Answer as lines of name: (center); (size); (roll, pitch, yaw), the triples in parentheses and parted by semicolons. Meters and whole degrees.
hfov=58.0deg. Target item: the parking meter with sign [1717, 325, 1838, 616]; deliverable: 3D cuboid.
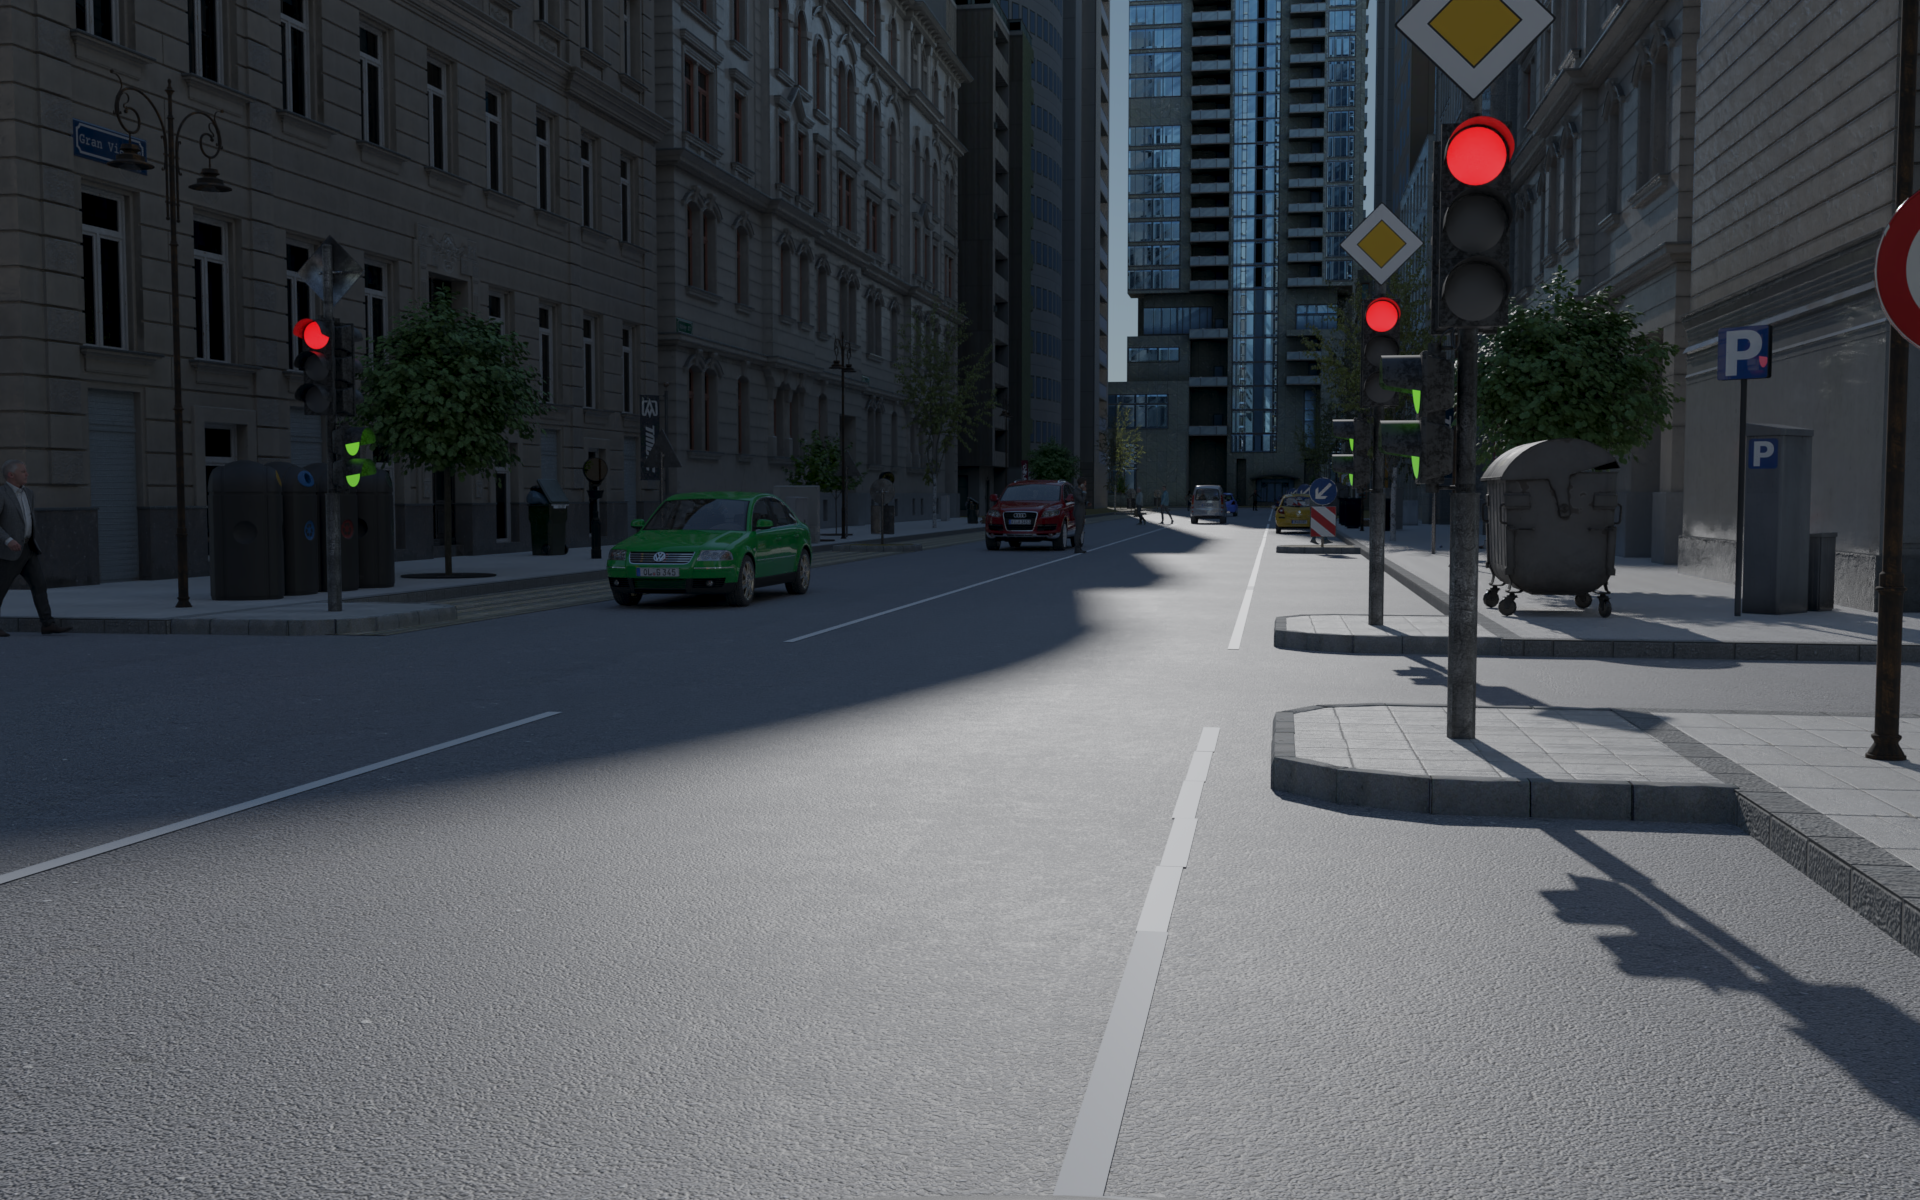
parking meter with sign: (8.820, -1.366, 18.600); (1.738, 3.016, 0.543); (-3, 4, -38)

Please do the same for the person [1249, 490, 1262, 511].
person: (25.354, -8.569, 148.745); (1.348, 1.807, 0.705); (-1, 4, -20)

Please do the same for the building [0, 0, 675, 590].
building: (-15.793, -14.555, 35.241); (12.463, 27.353, 25.104); (1, 4, 10)

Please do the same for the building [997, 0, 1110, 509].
building: (-0.907, -37.606, 156.861); (28.212, 58.520, 21.231); (1, 4, 10)

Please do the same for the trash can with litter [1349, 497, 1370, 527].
trash can with litter: (15.782, -3.489, 68.440); (1.055, 1.170, 0.624); (1, 4, 14)

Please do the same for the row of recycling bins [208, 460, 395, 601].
row of recycling bins: (-8.518, -0.940, 22.476); (1.069, 1.692, 3.534); (1, 4, 11)

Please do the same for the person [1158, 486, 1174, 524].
person: (9.864, -4.566, 83.009); (0.748, 1.841, 0.638); (3, 4, 36)

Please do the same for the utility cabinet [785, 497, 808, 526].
utility cabinet: (-4.073, -1.970, 43.365); (0.306, 1.237, 1.020); (1, 4, 12)

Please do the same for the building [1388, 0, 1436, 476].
building: (31.524, -27.260, 95.810); (14.600, 45.320, 14.200); (1, 4, 10)

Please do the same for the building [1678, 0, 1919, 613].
building: (19.526, -10.519, 21.138); (18.267, 20.994, 9.793); (1, 4, 10)

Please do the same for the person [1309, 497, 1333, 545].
person: (10.209, -2.464, 48.772); (0.713, 1.824, 0.794); (2, 4, 26)

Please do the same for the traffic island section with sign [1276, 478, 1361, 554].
traffic island section with sign: (8.761, -2.067, 42.418); (1.989, 1.847, 2.006); (1, 4, 10)

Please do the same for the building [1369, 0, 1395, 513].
building: (38.551, -35.094, 115.786); (21.231, 58.520, 28.212); (1, 4, 10)

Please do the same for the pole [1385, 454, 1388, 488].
pole: (20.798, -5.545, 84.510); (0.158, 3.312, 0.155); (0, 3, 0)

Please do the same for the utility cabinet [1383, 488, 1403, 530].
utility cabinet: (15.294, -3.235, 61.575); (1.173, 1.500, 0.318); (-3, 5, -44)

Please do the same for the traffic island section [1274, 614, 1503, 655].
traffic island section: (4.097, 0.325, 16.975); (2.009, 0.180, 2.903); (1, 4, 10)

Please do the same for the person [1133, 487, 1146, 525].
person: (8.384, -4.383, 80.648); (0.515, 1.767, 0.782); (0, 4, -6)

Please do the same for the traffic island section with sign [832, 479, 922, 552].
traffic island section with sign: (-2.015, -2.138, 43.586); (1.989, 1.847, 2.006); (1, 4, 10)

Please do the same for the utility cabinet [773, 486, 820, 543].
utility cabinet: (-4.236, -2.214, 44.874); (1.173, 1.500, 0.318); (1, 4, 8)

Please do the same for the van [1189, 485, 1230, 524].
van: (12.206, -4.763, 84.884); (2.013, 2.044, 4.112); (1, 4, 10)

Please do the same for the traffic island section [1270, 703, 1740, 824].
traffic island section: (2.659, 0.805, 9.120); (2.009, 0.180, 2.903); (1, 4, 10)

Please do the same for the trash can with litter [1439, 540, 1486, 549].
trash can with litter: (12.261, -1.839, 41.120); (1.678, 1.210, 2.233); (1, 4, 16)

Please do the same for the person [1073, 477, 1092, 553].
person: (2.964, -2.060, 41.983); (0.447, 1.846, 0.655); (1, 4, 9)

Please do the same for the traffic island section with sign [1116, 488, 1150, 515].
traffic island section with sign: (11.842, -6.770, 119.320); (1.989, 1.847, 2.006); (1, 4, 10)

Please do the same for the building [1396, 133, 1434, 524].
building: (26.396, -13.828, 80.847); (10.420, 20.320, 16.860); (1, 4, 10)

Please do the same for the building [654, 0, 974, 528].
building: (-8.119, -18.095, 83.249); (14.401, 28.519, 23.554); (1, 4, 10)

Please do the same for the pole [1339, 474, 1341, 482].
pole: (19.897, -5.904, 90.379); (0.158, 3.312, 0.155); (0, 3, 0)

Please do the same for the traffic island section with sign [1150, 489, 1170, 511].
traffic island section with sign: (16.689, -8.392, 145.838); (1.989, 1.847, 2.006); (1, 4, 10)

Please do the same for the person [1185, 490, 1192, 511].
person: (19.308, -8.327, 145.373); (0.721, 1.735, 1.217); (-3, 5, -42)

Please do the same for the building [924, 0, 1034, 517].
building: (-3.599, -20.184, 101.717); (14.160, 30.474, 14.107); (1, 4, 10)

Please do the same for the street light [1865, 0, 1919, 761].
street light: (4.493, -2.167, 8.226); (0.468, 5.910, 1.993); (1, 4, 10)

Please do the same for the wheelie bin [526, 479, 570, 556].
wheelie bin: (-8.658, -1.735, 36.273); (0.693, 1.594, 0.980); (2, 4, 25)

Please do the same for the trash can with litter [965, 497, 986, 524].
trash can with litter: (0.777, -3.875, 74.751); (1.055, 1.170, 0.624); (-1, 4, -10)

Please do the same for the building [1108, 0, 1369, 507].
building: (30.247, -53.416, 186.028); (31.000, 86.520, 22.319); (1, 4, 10)

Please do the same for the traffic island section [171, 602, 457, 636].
traffic island section: (-6.862, 0.202, 18.978); (2.009, 0.180, 2.903); (1, 4, 10)

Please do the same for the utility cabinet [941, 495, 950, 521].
utility cabinet: (-0.700, -4.320, 81.790); (0.306, 1.237, 1.020); (1, 4, 8)

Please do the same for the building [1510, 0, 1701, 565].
building: (20.872, -15.470, 40.320); (14.401, 28.519, 23.554); (1, 4, 10)

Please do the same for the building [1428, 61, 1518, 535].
building: (24.014, -14.924, 62.026); (12.078, 24.808, 19.932); (1, 4, 10)

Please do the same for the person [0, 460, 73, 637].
person: (-9.425, -0.521, 17.422); (0.834, 1.777, 0.661); (0, 4, 2)

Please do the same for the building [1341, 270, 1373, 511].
building: (46.768, -18.368, 145.363); (27.650, 21.520, 28.899); (1, 4, 10)
